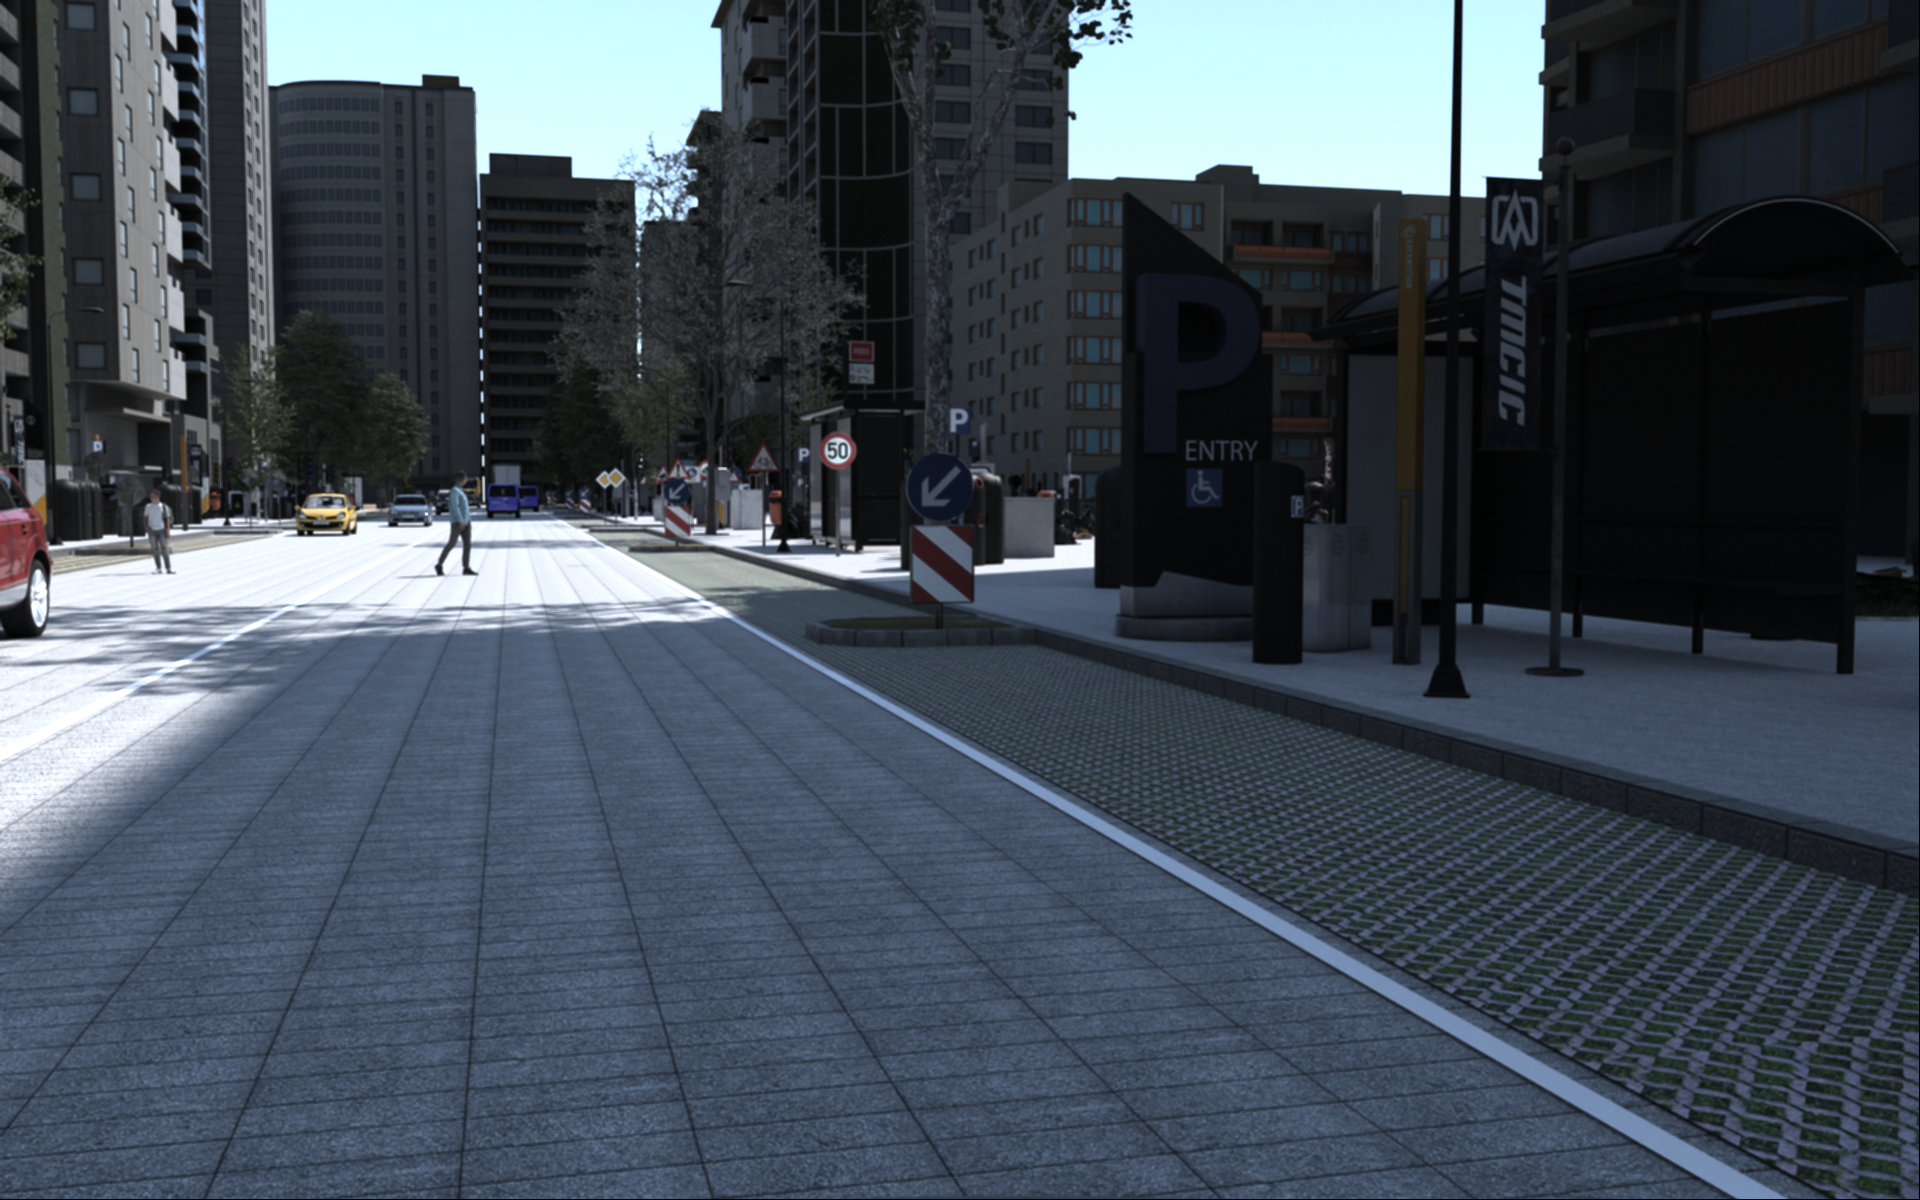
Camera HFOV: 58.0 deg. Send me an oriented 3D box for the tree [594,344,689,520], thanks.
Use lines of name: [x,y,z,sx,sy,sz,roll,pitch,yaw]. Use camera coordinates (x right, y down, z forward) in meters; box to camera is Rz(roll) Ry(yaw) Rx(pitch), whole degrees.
tree: [-15.572,-8.188,84.237,4.360,8.622,3.978,0,3,0]

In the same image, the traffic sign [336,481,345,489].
traffic sign: [-48.450,-8.156,135.477,0.606,2.300,0.079,-1,4,-9]

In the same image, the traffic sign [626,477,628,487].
traffic sign: [-25.381,-8.027,131.339,0.768,2.556,0.104,-1,4,-11]

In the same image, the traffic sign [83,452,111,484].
traffic sign: [-25.946,-3.180,52.105,0.768,2.556,0.104,-1,4,-12]

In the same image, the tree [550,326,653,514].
tree: [-23.206,-11.968,113.807,7.486,12.596,7.792,0,3,0]

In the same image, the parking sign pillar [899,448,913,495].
parking sign pillar: [-2.977,-6.530,95.233,1.447,3.967,1.447,-3,4,-36]

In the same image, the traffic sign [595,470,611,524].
traffic sign: [-14.981,-4.248,73.096,0.795,2.450,0.064,-1,4,-14]

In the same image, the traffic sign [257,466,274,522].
traffic sign: [-31.526,-4.802,78.624,0.768,2.556,0.104,-1,4,-12]

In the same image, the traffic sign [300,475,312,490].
traffic sign: [-43.601,-7.056,115.476,0.768,2.556,0.104,-1,4,-12]

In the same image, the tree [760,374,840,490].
tree: [-8.542,-9.312,102.607,4.737,8.622,4.395,0,3,0]

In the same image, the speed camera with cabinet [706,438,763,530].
speed camera with cabinet: [-8.055,-4.133,61.907,2.038,3.252,0.660,-3,5,-40]

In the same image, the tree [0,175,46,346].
tree: [-20.976,-5.210,35.541,4.737,8.622,4.395,0,3,0]

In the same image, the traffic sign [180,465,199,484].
traffic sign: [-33.836,-4.647,76.079,0.768,2.556,0.104,0,4,-7]

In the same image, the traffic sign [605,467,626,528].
traffic sign: [-12.984,-3.775,65.364,0.795,2.450,0.064,-1,4,-14]

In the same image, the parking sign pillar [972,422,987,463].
parking sign pillar: [0.739,-4.624,64.079,1.447,3.967,1.447,0,4,7]

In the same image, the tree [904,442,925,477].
tree: [-1.208,-4.186,63.040,1.663,3.219,1.824,0,3,0]

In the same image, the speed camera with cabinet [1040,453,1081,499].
speed camera with cabinet: [4.778,-5.383,82.340,2.038,3.252,0.660,-2,4,-35]

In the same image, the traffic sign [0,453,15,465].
traffic sign: [-29.378,-3.260,53.412,0.768,2.556,0.104,-1,4,-8]

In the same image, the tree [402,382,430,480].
tree: [-53.168,-14.915,161.988,7.486,12.596,7.792,0,3,0]

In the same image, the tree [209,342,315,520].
tree: [-34.113,-8.171,83.956,4.737,8.622,4.395,0,3,0]

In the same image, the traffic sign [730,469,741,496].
traffic sign: [-10.143,-4.687,76.638,0.884,2.594,0.081,-1,4,-10]

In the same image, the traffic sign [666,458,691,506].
traffic sign: [-10.028,-3.772,61.676,0.884,2.594,0.081,0,4,-7]

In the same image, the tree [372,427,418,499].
tree: [-57.163,-13.604,172.788,4.737,8.622,4.395,0,3,0]

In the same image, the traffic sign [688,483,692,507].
traffic sign: [-15.516,-6.128,100.299,0.768,2.556,0.104,-1,4,-13]

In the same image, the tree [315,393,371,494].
tree: [-43.642,-10.394,120.303,4.737,8.622,4.395,0,3,0]

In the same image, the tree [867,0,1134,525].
tree: [0.920,-10.406,26.019,12.611,20.169,13.585,0,3,0]

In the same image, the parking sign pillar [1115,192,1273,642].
parking sign pillar: [2.131,-1.659,15.599,1.447,3.967,1.447,-1,4,-12]

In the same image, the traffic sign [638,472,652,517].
traffic sign: [-17.891,-6.040,98.753,0.884,2.594,0.081,0,4,-7]

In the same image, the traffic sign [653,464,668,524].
traffic sign: [-12.780,-4.565,74.647,0.884,2.594,0.081,-1,4,-13]

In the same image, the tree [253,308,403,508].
tree: [-39.049,-11.485,105.909,7.486,12.596,7.792,0,3,0]

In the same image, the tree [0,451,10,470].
tree: [-45.483,-5.387,82.671,1.663,3.219,1.824,0,3,0]

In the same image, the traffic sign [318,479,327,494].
traffic sign: [-49.467,-8.136,134.211,0.795,2.450,0.064,-1,4,-10]

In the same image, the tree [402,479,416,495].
tree: [-62.968,-12.370,196.848,1.663,3.219,1.824,0,3,0]

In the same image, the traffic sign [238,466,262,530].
traffic sign: [-25.475,-3.580,62.171,0.795,2.450,0.064,-1,4,-14]

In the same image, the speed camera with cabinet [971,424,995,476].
speed camera with cabinet: [-0.048,-3.349,49.098,2.038,3.252,0.660,0,4,-2]

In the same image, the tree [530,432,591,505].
tree: [-46.262,-17.679,206.054,9.611,12.733,9.660,0,3,0]

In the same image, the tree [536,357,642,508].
tree: [-32.733,-15.185,154.935,9.857,13.997,8.962,0,3,0]

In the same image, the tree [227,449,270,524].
tree: [-30.950,-4.906,74.814,1.663,3.219,1.824,0,3,0]

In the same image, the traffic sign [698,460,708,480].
traffic sign: [-9.330,-3.914,64.096,0.768,2.556,0.104,-1,4,-10]

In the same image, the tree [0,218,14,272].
tree: [-18.965,-5.625,26.374,8.767,10.594,7.601,-1,4,-18]

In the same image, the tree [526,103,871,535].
tree: [-7.716,-8.785,54.004,12.009,13.543,11.850,0,3,0]

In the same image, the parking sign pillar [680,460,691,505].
parking sign pillar: [-21.603,-9.143,137.964,1.447,3.967,1.447,-1,4,-22]

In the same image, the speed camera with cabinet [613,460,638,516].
speed camera with cabinet: [-19.324,-6.467,100.064,0.660,3.252,2.038,1,4,16]

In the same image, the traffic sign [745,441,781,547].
traffic sign: [-4.798,-2.588,42.312,0.884,2.594,0.081,-1,4,-13]

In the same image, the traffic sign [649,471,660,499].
traffic sign: [-16.437,-5.715,93.547,0.768,2.556,0.104,-1,4,-10]

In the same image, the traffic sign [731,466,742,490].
traffic sign: [-10.429,-4.873,79.773,0.768,2.556,0.104,0,4,-6]

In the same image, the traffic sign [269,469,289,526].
traffic sign: [-27.472,-4.053,69.903,0.795,2.450,0.064,-1,4,-14]

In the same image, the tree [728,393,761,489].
tree: [-14.163,-10.455,121.304,4.737,8.622,4.395,0,3,0]

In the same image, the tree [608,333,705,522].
tree: [-13.769,-7.844,78.618,4.737,8.622,4.395,0,3,0]

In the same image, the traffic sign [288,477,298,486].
traffic sign: [-49.561,-7.867,128.729,0.768,2.556,0.104,-1,4,-9]

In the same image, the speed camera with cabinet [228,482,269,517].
speed camera with cabinet: [-39.322,-6.201,95.721,2.038,3.252,0.660,-1,4,-18]

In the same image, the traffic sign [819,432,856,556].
traffic sign: [-2.509,-2.169,35.568,0.768,2.556,0.104,0,4,-5]

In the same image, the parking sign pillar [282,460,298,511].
parking sign pillar: [-51.667,-8.852,133.201,1.447,3.967,1.447,-3,5,-44]

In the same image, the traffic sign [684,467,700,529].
traffic sign: [-9.789,-3.743,63.328,0.606,2.300,0.079,-1,4,-9]
